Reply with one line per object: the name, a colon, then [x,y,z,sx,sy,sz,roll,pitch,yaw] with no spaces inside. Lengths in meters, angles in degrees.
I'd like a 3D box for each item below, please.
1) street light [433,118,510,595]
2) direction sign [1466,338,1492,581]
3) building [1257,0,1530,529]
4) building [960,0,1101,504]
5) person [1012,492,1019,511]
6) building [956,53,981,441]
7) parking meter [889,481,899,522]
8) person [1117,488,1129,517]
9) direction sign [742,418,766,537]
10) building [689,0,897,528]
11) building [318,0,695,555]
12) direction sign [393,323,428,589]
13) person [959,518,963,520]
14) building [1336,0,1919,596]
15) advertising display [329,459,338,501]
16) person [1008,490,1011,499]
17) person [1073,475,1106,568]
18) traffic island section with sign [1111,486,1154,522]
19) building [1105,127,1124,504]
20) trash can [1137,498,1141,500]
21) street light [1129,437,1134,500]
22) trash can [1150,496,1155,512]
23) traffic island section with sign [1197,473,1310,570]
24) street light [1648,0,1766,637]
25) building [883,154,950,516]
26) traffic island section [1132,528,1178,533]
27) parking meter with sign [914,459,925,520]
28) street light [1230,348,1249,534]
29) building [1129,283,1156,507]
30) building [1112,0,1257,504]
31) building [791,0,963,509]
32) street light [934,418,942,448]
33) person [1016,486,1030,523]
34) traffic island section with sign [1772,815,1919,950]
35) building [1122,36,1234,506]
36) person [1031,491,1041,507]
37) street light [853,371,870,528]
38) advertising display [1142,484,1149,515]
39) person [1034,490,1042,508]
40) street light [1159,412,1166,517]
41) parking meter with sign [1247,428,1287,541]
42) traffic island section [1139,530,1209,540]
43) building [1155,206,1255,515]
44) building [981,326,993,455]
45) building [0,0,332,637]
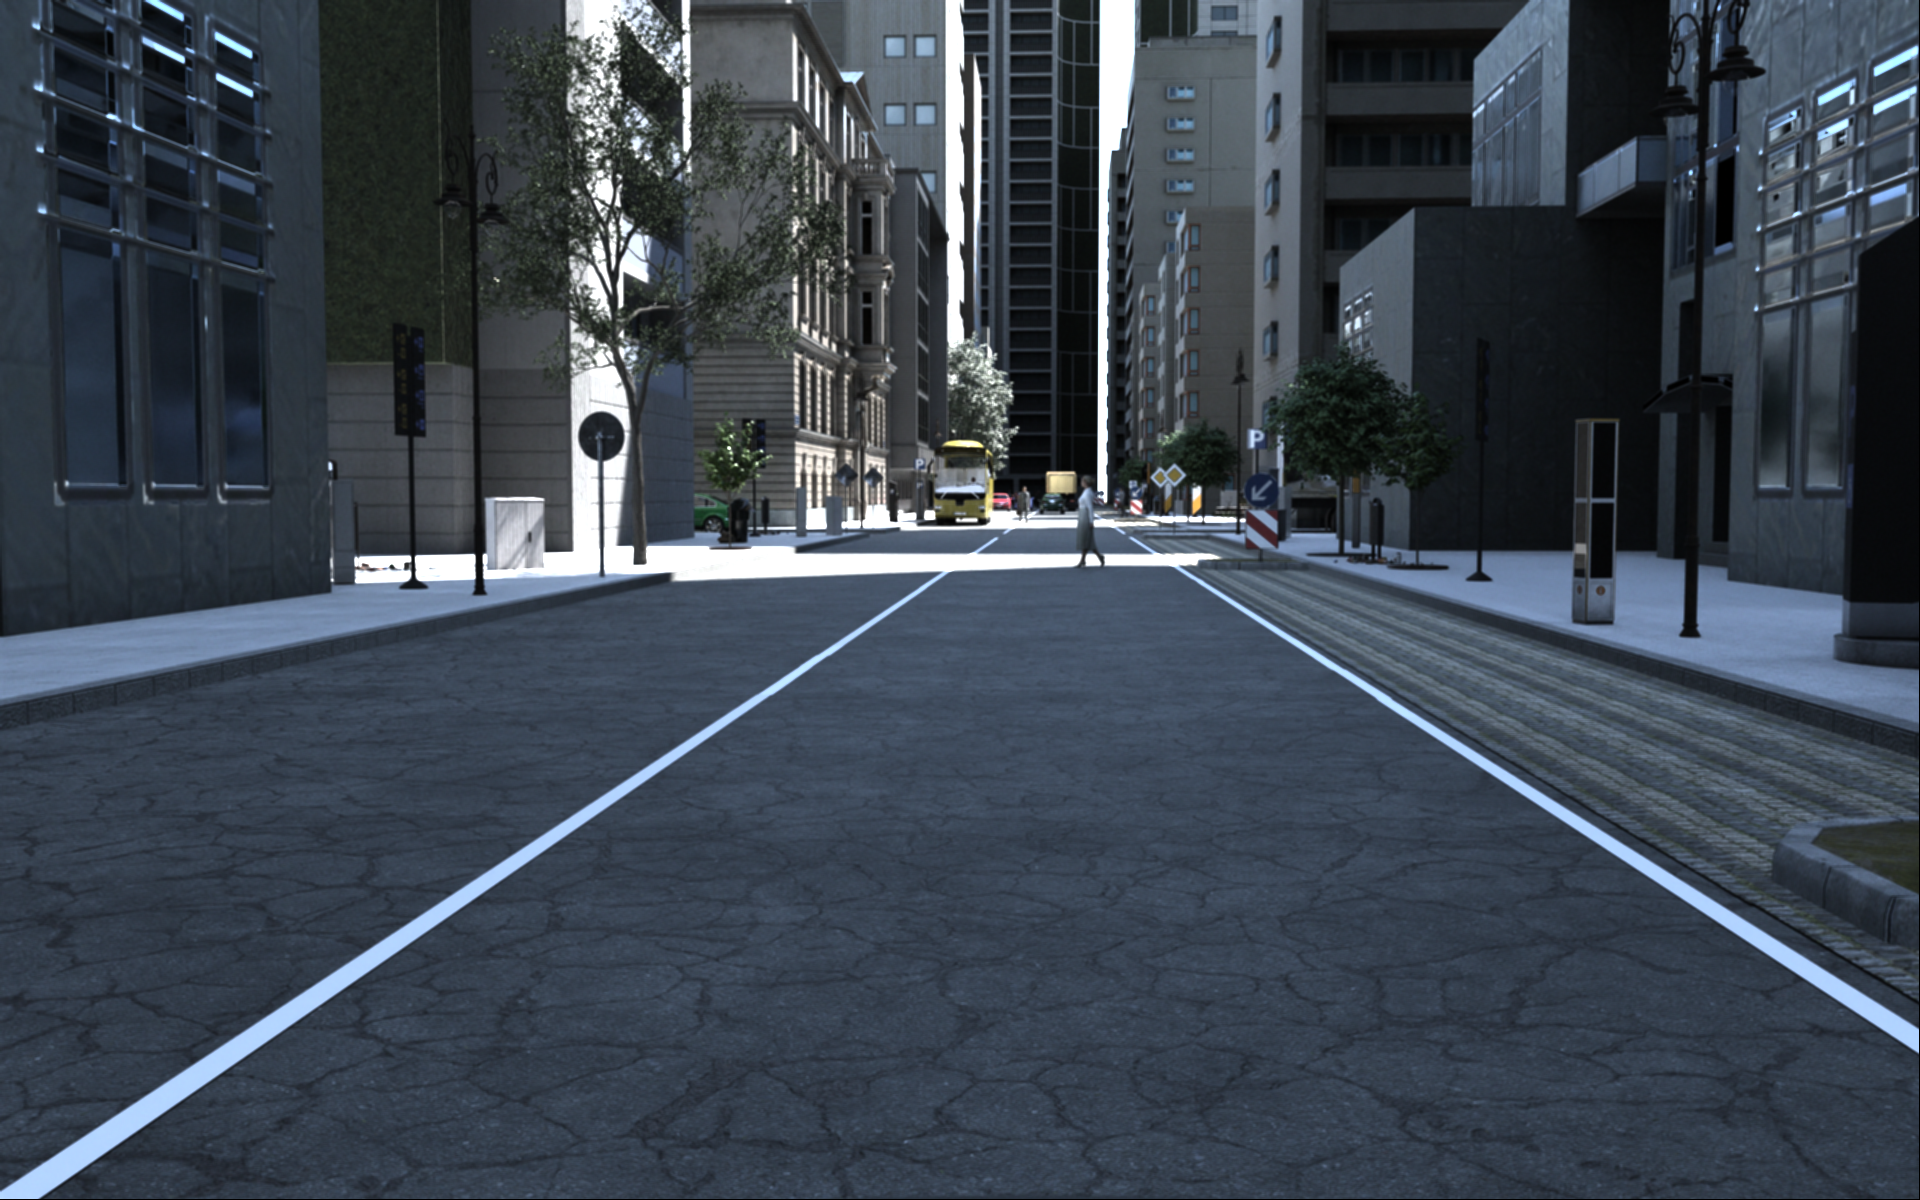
street light: [-6.111,-3.001,21.857,0.468,5.910,1.993,0,4,3]
direction sign: [7.684,-2.051,25.532,0.379,3.537,0.876,2,4,27]
building: [23.493,-27.434,72.240,21.600,48.544,21.300,0,4,3]
building: [8.410,-48.537,231.829,20.611,71.187,20.563,0,4,3]
person: [4.673,-8.350,146.489,0.593,1.643,0.415,0,4,5]
building: [-5.108,-32.046,174.063,14.600,45.320,14.200,0,4,3]
parking meter: [-3.015,-4.475,78.882,0.399,1.863,0.255,2,4,28]
person: [10.105,-6.082,108.057,0.853,1.813,0.709,-1,4,-15]
direction sign: [-6.197,-3.680,52.159,0.379,3.537,0.876,3,5,43]
building: [-10.392,-16.116,82.582,14.460,24.649,34.723,0,4,3]
building: [-22.041,-30.792,45.451,28.212,58.520,21.231,0,4,3]
direction sign: [-7.421,-1.922,23.420,0.379,3.537,0.876,0,4,7]
person: [0.052,-5.342,95.962,0.709,1.813,0.853,-2,4,-25]
building: [21.025,-43.933,30.973,22.319,86.520,31.000,0,4,3]
advertising display: [-12.107,-1.662,32.393,0.974,1.923,0.123,1,4,10]
person: [5.085,-10.264,176.403,0.705,1.814,1.350,0,4,2]
person: [2.533,-1.530,33.747,0.641,1.798,0.478,1,4,17]
traffic island section with sign: [8.838,-4.869,88.237,1.989,1.847,2.006,0,4,3]
building: [30.299,-37.168,231.390,21.600,48.544,21.300,0,4,3]
trash can: [13.958,-7.488,134.089,0.748,1.137,0.748,0,3,0]
street light: [13.645,-10.074,137.505,0.468,5.910,1.993,0,4,3]
trash can: [13.919,-6.868,123.949,0.748,1.137,0.748,0,3,0]
traffic island section with sign: [5.592,-1.506,33.252,1.989,1.847,2.006,0,4,3]
street light: [6.565,-2.606,15.398,0.468,5.910,1.993,0,4,3]
building: [-8.713,-18.110,115.160,14.314,24.678,30.058,0,4,3]
traffic island section: [7.379,-2.532,63.681,2.009,0.180,2.903,0,4,3]
parking meter with sign: [-1.957,-5.474,85.755,0.543,3.016,1.738,0,4,1]
street light: [8.850,-5.023,54.914,0.468,5.910,1.993,0,4,3]
building: [29.706,-19.011,155.865,27.650,21.520,28.899,0,4,3]
building: [28.494,-46.664,201.206,20.563,71.187,20.611,0,4,3]
building: [-13.695,-34.511,153.498,28.713,52.752,27.495,0,4,3]
street light: [-1.342,-8.058,104.533,0.468,5.910,1.993,0,4,3]
person: [3.203,-4.792,86.947,0.694,1.812,0.767,-1,4,-9]
traffic island section with sign: [3.954,0.171,5.835,1.989,1.847,2.006,0,4,3]
building: [28.350,-34.074,180.803,21.300,48.544,21.600,0,4,3]
person: [8.337,-11.166,191.204,1.348,1.807,0.705,1,4,23]
street light: [-3.692,-5.631,64.861,0.468,5.910,1.993,0,4,3]
advertising display: [11.438,-6.212,106.772,0.123,1.923,0.974,-1,4,-14]
person: [7.988,-10.237,176.018,1.348,1.807,0.705,-3,4,-37]
street light: [11.466,-7.676,98.293,0.468,5.910,1.993,0,4,3]
parking meter with sign: [8.342,-3.095,46.866,0.543,3.016,1.738,2,4,31]
traffic island section: [6.907,-2.045,55.710,2.009,0.180,2.903,0,4,3]
building: [28.187,-16.698,118.055,27.650,21.520,28.899,0,4,3]
building: [-11.130,-21.815,201.711,28.899,21.520,27.650,0,4,3]
building: [-18.230,-42.343,4.976,22.319,86.520,31.000,0,4,3]
